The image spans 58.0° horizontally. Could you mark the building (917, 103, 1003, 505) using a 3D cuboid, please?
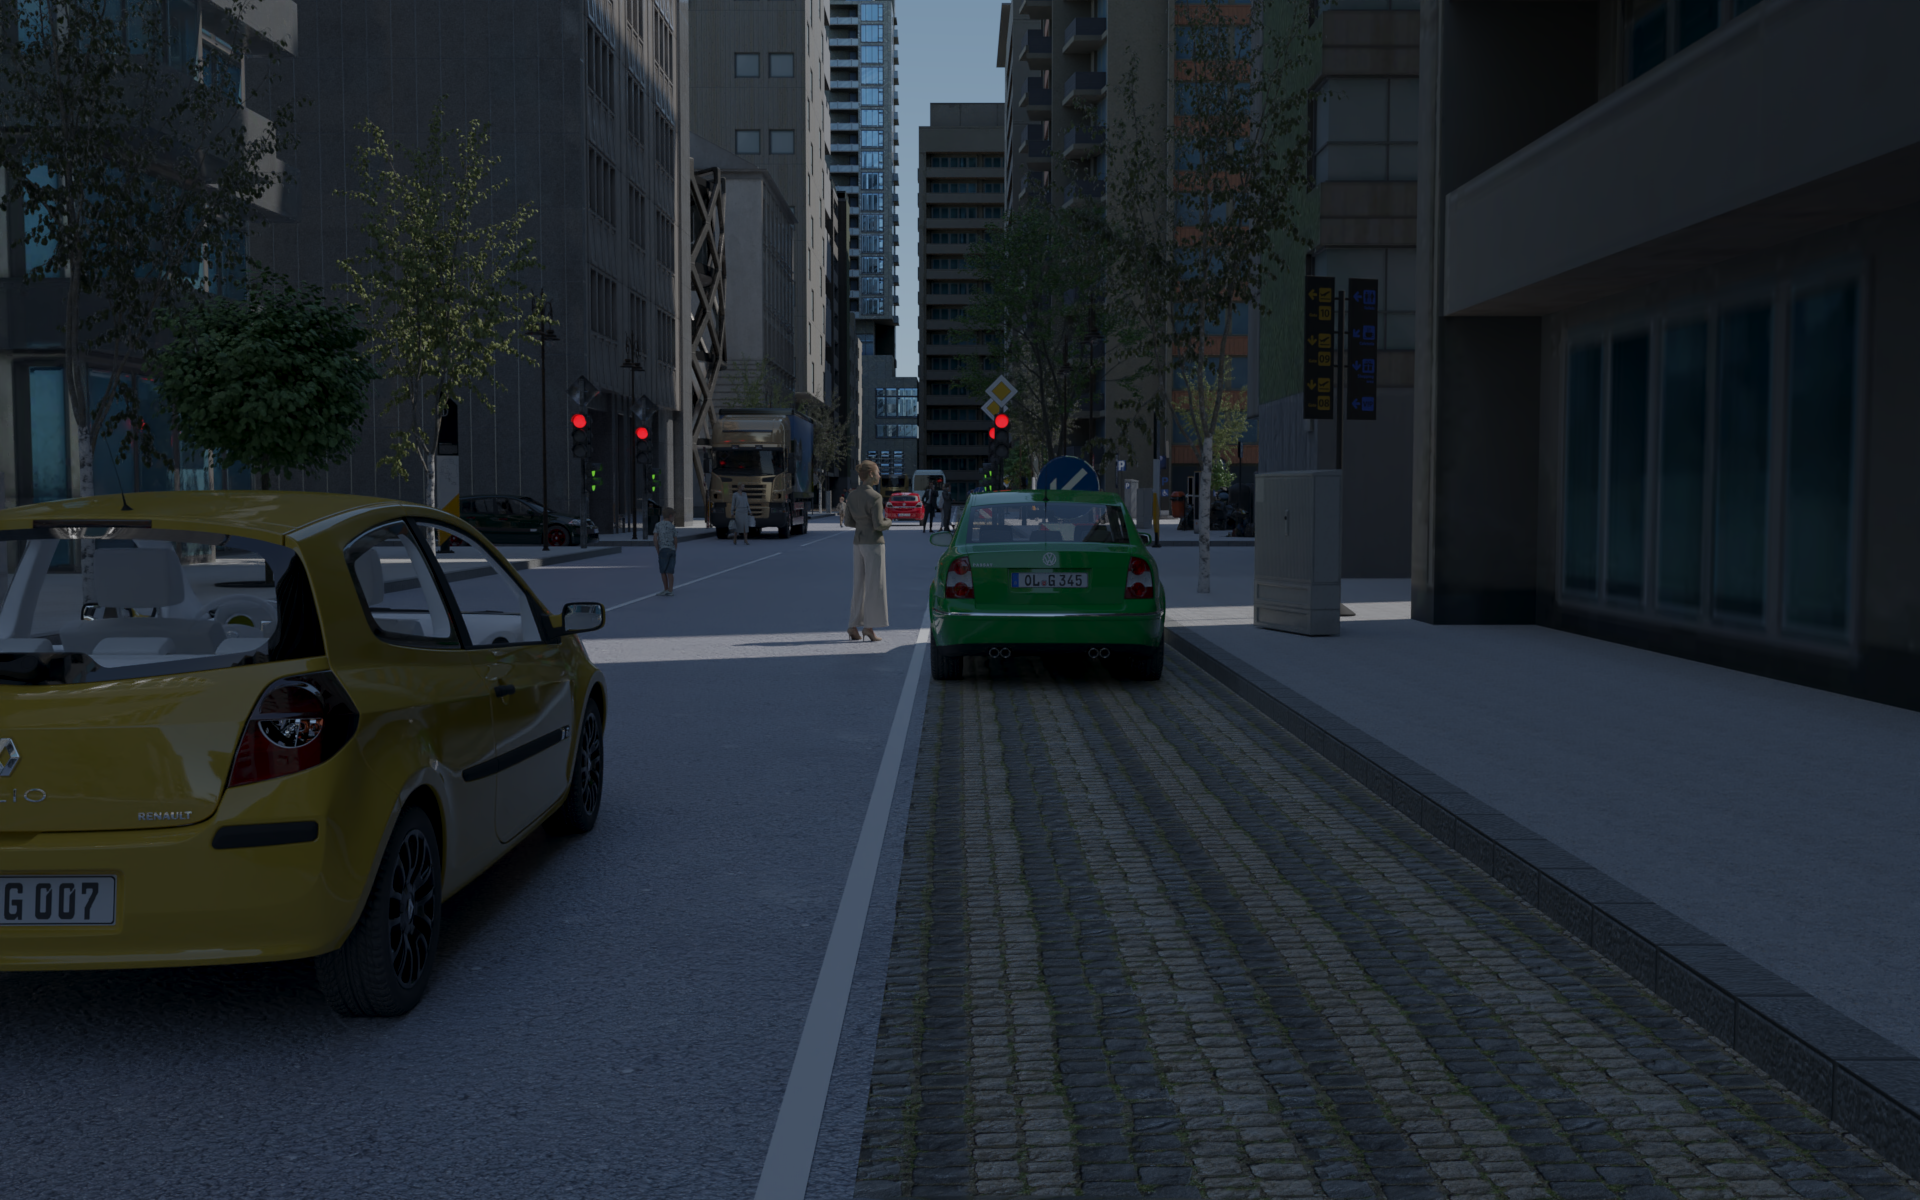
[{"bbox_3d":[5.569,-36.348,217.987,21.600,48.544,21.300,0,3,0],"label":"building"}]

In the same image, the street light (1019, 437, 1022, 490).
[{"bbox_3d":[3.032,-6.982,86.949,0.468,5.910,1.993,0,3,0],"label":"street light"}]

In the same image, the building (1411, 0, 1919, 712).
[{"bbox_3d":[15.288,-23.373,5.859,21.300,48.544,21.600,0,3,0],"label":"building"}]

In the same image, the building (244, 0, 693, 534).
[{"bbox_3d":[-16.699,-14.722,58.733,12.078,24.808,19.932,0,3,0],"label":"building"}]

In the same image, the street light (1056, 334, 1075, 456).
[{"bbox_3d":[3.057,-4.744,50.357,0.468,5.910,1.993,0,3,0],"label":"street light"}]

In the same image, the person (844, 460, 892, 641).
[{"bbox_3d":[-0.865,-0.478,16.868,0.362,1.759,0.519,-3,5,-44],"label":"person"}]

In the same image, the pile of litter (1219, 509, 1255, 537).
[{"bbox_3d":[8.540,-2.306,51.674,1.176,0.858,1.719,-2,4,-30],"label":"pile of litter"}]

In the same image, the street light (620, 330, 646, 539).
[{"bbox_3d":[-9.228,-4.659,48.961,0.468,5.910,1.993,0,3,0],"label":"street light"}]

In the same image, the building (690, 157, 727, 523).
[{"bbox_3d":[-19.130,-12.853,77.595,16.820,18.784,16.811,0,3,0],"label":"building"}]

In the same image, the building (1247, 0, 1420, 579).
[{"bbox_3d":[12.418,-21.302,31.876,14.154,41.232,14.086,0,3,0],"label":"building"}]

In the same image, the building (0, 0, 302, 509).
[{"bbox_3d":[-27.990,-24.888,26.527,30.456,49.044,23.786,0,3,0],"label":"building"}]

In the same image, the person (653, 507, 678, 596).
[{"bbox_3d":[-4.147,-0.684,24.373,0.332,1.250,0.352,1,4,13],"label":"person"}]

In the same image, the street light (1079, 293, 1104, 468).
[{"bbox_3d":[3.029,-4.109,39.964,0.468,5.910,1.993,0,3,0],"label":"street light"}]

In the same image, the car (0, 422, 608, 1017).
[{"bbox_3d":[-2.373,0.249,6.156,2.015,1.641,3.980,0,4,-1],"label":"car"}]

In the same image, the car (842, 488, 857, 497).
[{"bbox_3d":[-6.298,-6.145,109.137,2.281,1.827,5.304,0,4,-2],"label":"car"}]

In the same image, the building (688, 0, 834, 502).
[{"bbox_3d":[-24.417,-33.491,136.813,28.713,52.752,27.495,0,3,0],"label":"building"}]

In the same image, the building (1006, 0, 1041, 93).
[{"bbox_3d":[15.193,-32.811,160.162,21.300,48.544,21.600,0,3,0],"label":"building"}]

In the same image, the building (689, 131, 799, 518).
[{"bbox_3d":[-15.142,-15.428,101.406,9.793,20.994,18.267,0,3,0],"label":"building"}]

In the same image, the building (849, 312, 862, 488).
[{"bbox_3d":[-25.698,-20.811,185.306,28.899,21.520,27.650,0,3,0],"label":"building"}]

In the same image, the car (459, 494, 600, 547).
[{"bbox_3d":[-11.463,-2.135,44.698,4.222,1.686,2.009,0,4,-1],"label":"car"}]

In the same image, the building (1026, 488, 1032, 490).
[{"bbox_3d":[21.157,-27.237,137.206,32.217,40.220,23.993,0,3,0],"label":"building"}]

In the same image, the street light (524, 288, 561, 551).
[{"bbox_3d":[-9.371,-4.051,39.016,0.468,5.910,1.993,0,3,0],"label":"street light"}]

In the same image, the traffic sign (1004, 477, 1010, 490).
[{"bbox_3d":[2.668,-5.969,98.780,0.795,2.450,0.064,0,4,7],"label":"traffic sign"}]

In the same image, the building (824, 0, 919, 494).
[{"bbox_3d":[-20.731,-55.359,217.796,31.000,86.520,22.319,0,3,0],"label":"building"}]

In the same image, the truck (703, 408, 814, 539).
[{"bbox_3d":[-6.650,-4.281,58.911,2.839,4.237,11.283,0,4,0],"label":"truck"}]

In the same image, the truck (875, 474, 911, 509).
[{"bbox_3d":[-6.402,-10.596,169.165,3.469,3.379,9.791,0,4,0],"label":"truck"}]

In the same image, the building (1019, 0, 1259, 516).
[{"bbox_3d":[14.958,-27.772,108.691,22.147,44.769,28.867,0,3,0],"label":"building"}]

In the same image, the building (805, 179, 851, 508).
[{"bbox_3d":[-17.478,-23.643,158.256,14.160,30.474,14.107,0,3,0],"label":"building"}]

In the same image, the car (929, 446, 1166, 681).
[{"bbox_3d":[0.694,-0.356,14.618,1.959,1.807,4.718,0,4,1],"label":"car"}]

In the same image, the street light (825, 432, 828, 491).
[{"bbox_3d":[-9.380,-9.155,122.474,0.468,5.910,1.993,0,3,0],"label":"street light"}]

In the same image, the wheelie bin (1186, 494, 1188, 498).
[{"bbox_3d":[11.217,-4.564,82.531,0.980,1.594,0.693,2,4,25],"label":"wheelie bin"}]

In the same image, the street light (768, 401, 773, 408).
[{"bbox_3d":[-9.371,-6.912,85.804,0.468,5.910,1.993,0,3,0],"label":"street light"}]

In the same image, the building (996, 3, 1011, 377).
[{"bbox_3d":[18.473,-36.410,184.535,28.713,52.752,27.495,0,3,0],"label":"building"}]

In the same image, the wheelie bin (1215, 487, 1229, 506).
[{"bbox_3d":[11.137,-3.989,73.132,0.693,1.594,0.980,-1,4,-17],"label":"wheelie bin"}]

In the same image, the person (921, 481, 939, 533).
[{"bbox_3d":[-1.098,-3.459,64.423,0.648,1.900,0.474,-1,4,-14],"label":"person"}]

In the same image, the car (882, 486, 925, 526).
[{"bbox_3d":[-2.494,-4.278,78.982,2.155,1.783,4.494,0,4,-1],"label":"car"}]

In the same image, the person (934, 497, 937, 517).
[{"bbox_3d":[-1.748,-6.058,107.722,0.661,1.801,0.590,3,5,40],"label":"person"}]

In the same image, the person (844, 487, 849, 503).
[{"bbox_3d":[-6.703,-5.700,101.677,0.713,1.824,0.794,1,4,21],"label":"person"}]

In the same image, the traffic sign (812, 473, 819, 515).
[{"bbox_3d":[-8.988,-6.446,105.504,0.768,2.556,0.104,0,4,1],"label":"traffic sign"}]

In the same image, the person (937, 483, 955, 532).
[{"bbox_3d":[-0.515,-3.493,65.494,0.818,1.842,0.514,-1,4,-19],"label":"person"}]

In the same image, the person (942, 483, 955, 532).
[{"bbox_3d":[-0.401,-3.424,64.294,0.447,1.846,0.655,1,4,20],"label":"person"}]

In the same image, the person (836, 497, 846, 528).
[{"bbox_3d":[-5.040,-3.752,74.118,0.475,1.303,0.640,-1,4,-21],"label":"person"}]
